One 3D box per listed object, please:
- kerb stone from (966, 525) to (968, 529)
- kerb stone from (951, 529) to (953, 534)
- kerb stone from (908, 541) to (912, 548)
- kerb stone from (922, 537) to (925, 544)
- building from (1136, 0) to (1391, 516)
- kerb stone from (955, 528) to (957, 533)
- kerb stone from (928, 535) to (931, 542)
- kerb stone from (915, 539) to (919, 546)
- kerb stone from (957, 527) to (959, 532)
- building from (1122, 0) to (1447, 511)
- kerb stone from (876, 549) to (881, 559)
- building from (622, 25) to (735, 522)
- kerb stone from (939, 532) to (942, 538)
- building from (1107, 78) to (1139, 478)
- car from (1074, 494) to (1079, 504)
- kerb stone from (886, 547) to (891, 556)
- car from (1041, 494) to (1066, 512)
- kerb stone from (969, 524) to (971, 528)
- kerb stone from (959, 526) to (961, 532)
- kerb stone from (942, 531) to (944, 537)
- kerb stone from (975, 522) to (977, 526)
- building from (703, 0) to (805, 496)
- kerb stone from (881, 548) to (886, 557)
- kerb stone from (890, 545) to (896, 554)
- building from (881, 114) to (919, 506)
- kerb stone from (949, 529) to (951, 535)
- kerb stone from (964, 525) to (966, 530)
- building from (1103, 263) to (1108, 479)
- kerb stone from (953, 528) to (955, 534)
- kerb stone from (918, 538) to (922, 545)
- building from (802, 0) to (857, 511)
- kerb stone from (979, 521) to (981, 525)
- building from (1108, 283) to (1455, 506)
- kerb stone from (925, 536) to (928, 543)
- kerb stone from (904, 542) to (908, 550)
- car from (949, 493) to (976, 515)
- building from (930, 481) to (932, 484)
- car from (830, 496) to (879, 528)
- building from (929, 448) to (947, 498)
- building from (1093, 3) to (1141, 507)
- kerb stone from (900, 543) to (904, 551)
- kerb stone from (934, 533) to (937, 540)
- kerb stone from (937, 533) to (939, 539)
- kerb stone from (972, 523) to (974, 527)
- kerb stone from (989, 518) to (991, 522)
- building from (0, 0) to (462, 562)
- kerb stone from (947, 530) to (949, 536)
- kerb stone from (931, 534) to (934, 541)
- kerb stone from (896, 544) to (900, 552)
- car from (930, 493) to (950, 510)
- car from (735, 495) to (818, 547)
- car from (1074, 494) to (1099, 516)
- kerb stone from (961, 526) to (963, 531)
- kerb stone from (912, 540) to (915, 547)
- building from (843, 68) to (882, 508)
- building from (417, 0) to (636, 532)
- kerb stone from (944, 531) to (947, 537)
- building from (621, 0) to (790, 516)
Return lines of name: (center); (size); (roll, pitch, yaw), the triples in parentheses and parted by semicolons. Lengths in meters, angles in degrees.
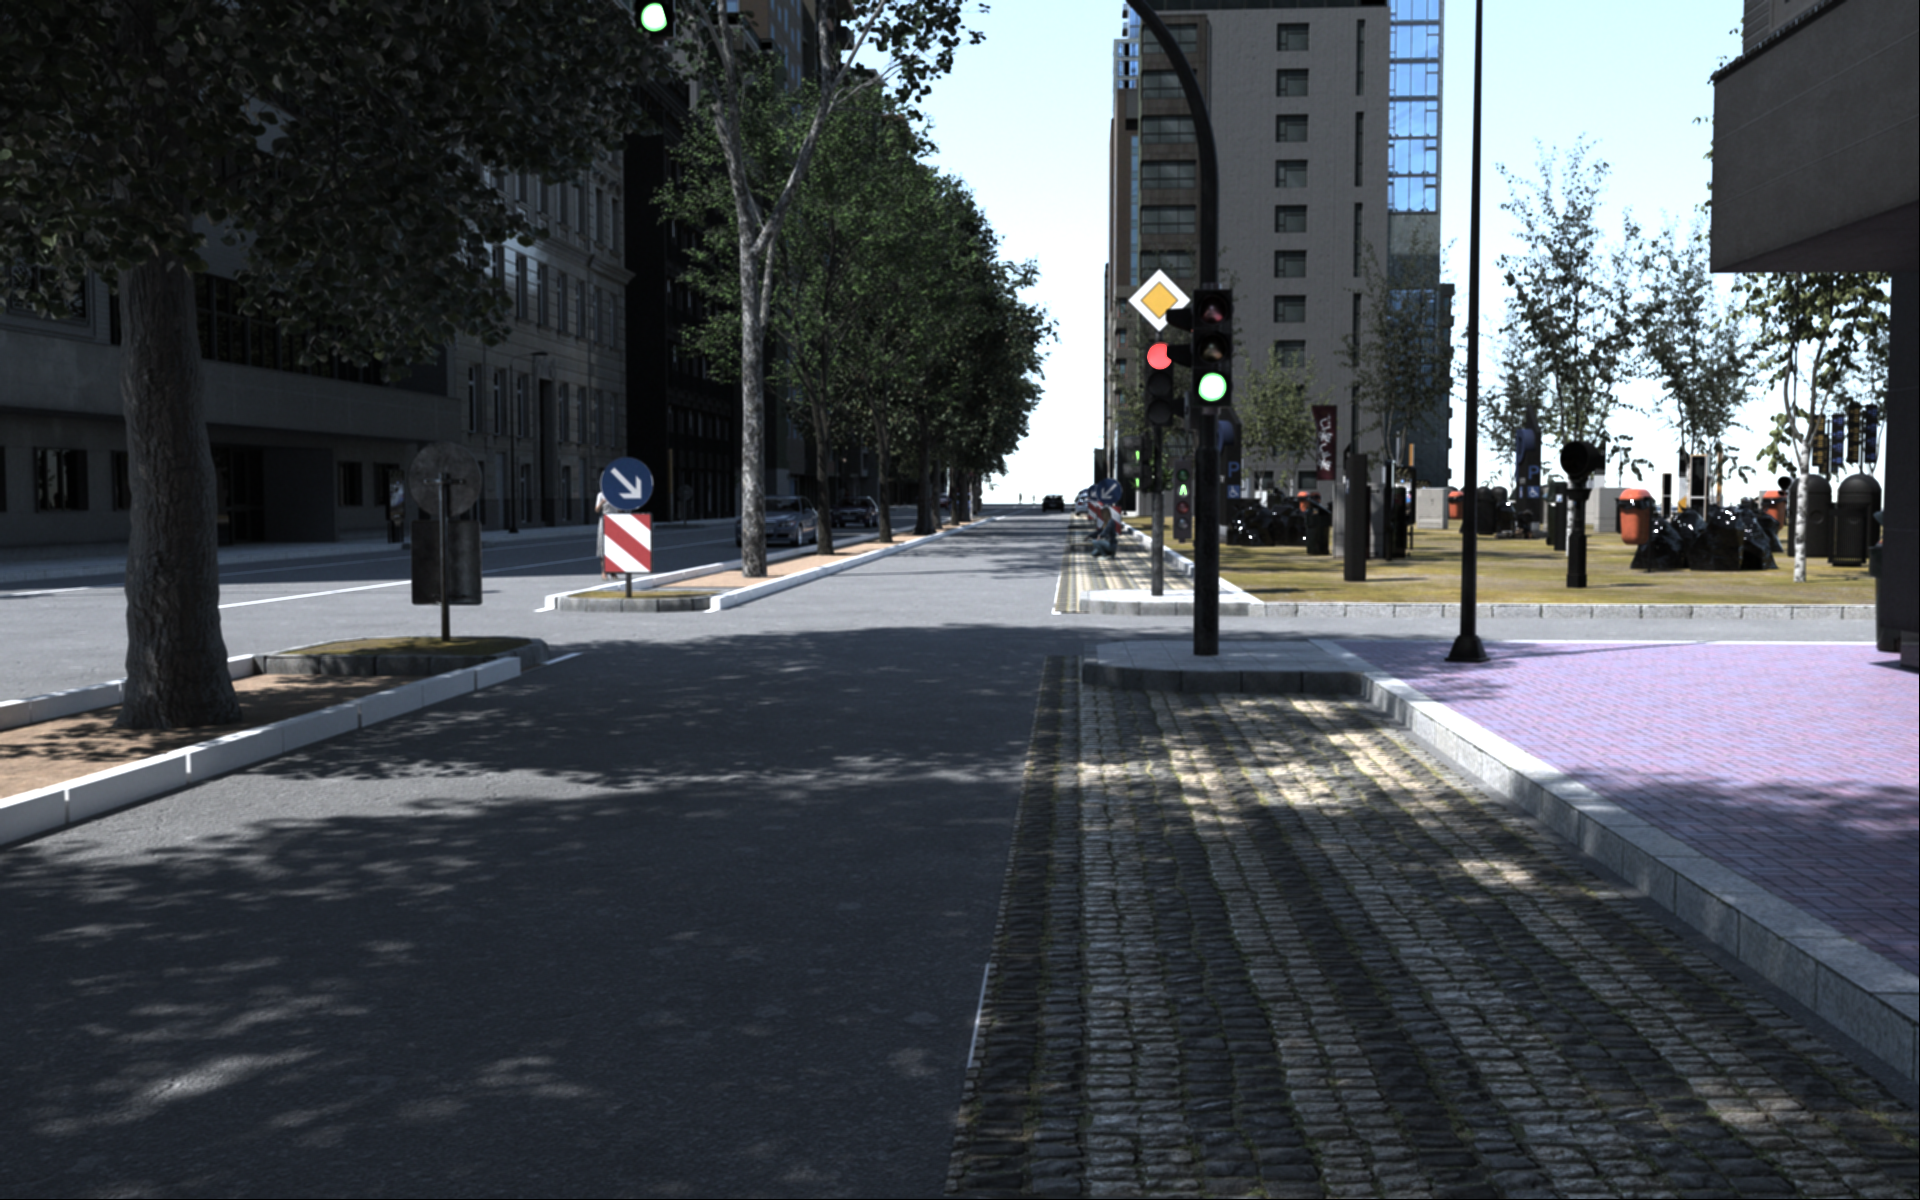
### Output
kerb stone: (0.109, -2.859, 68.943); (0.120, 0.150, 1.000); (0, 4, 4)
kerb stone: (-0.428, -2.356, 60.762); (0.120, 0.150, 1.000); (0, 4, 4)
kerb stone: (-1.436, -1.417, 45.434); (0.120, 0.150, 1.000); (0, 4, 4)
kerb stone: (-1.170, -1.671, 49.519); (0.120, 0.150, 1.000); (0, 4, 4)
building: (17.707, -20.370, 104.747); (14.160, 30.474, 14.107); (0, 4, 4)
kerb stone: (-0.285, -2.483, 62.801); (0.120, 0.150, 1.000); (0, 4, 4)
kerb stone: (-1.039, -1.796, 51.558); (0.120, 0.150, 1.000); (0, 4, 4)
kerb stone: (-1.304, -1.541, 47.479); (0.120, 0.150, 1.000); (0, 4, 4)
kerb stone: (-0.221, -2.546, 63.821); (0.120, 0.150, 1.000); (0, 4, 4)
building: (22.991, -49.699, 125.249); (22.319, 86.520, 31.000); (0, 4, 4)
kerb stone: (-1.913, -0.984, 38.281); (0.120, 0.150, 1.000); (0, 4, 4)
building: (-18.968, -15.718, 86.671); (12.332, 23.373, 15.834); (0, 4, 4)
kerb stone: (-0.753, -2.046, 55.644); (0.120, 0.150, 1.000); (0, 4, 4)
building: (23.660, -32.872, 187.560); (14.600, 45.320, 14.200); (0, 4, 4)
car: (16.559, -13.840, 236.514); (2.015, 1.641, 3.980); (0, 4, 3)
kerb stone: (-1.778, -1.107, 40.320); (0.120, 0.150, 1.000); (0, 4, 4)
car: (7.514, -7.930, 139.447); (2.009, 1.686, 4.222); (0, 4, 4)
kerb stone: (0.249, -2.985, 71.003); (0.120, 0.150, 1.000); (0, 4, 4)
kerb stone: (-0.156, -2.608, 64.844); (0.120, 0.150, 1.000); (0, 4, 4)
kerb stone: (-0.699, -2.107, 56.666); (0.120, 0.150, 1.000); (0, 4, 4)
kerb stone: (0.522, -3.235, 75.085); (0.120, 0.150, 1.000); (0, 4, 4)
building: (-18.725, -28.683, 119.086); (14.600, 45.320, 14.200); (0, 4, 4)
kerb stone: (-1.851, -1.046, 39.301); (0.120, 0.150, 1.000); (0, 4, 4)
kerb stone: (-1.707, -1.171, 41.343); (0.120, 0.150, 1.000); (0, 4, 4)
building: (-16.459, -33.155, 196.708); (22.147, 44.769, 28.867); (0, 4, 4)
kerb stone: (-0.497, -2.296, 59.740); (0.120, 0.150, 1.000); (0, 4, 4)
kerb stone: (0.049, -2.796, 67.918); (0.120, 0.150, 1.000); (0, 4, 4)
building: (24.956, -27.199, 216.410); (14.160, 30.474, 14.107); (0, 4, 4)
kerb stone: (-0.351, -2.421, 61.781); (0.120, 0.150, 1.000); (0, 4, 4)
kerb stone: (-1.232, -1.609, 48.499); (0.120, 0.150, 1.000); (0, 4, 4)
building: (-20.248, -29.737, 140.828); (22.147, 44.769, 28.867); (0, 4, 4)
kerb stone: (0.726, -3.422, 78.152); (0.120, 0.150, 1.000); (0, 4, 4)
building: (27.649, -19.106, 157.415); (27.650, 21.520, 28.899); (0, 4, 4)
kerb stone: (-1.102, -1.733, 50.538); (0.120, 0.150, 1.000); (0, 4, 4)
kerb stone: (-1.510, -1.359, 44.407); (0.120, 0.150, 1.000); (0, 4, 4)
car: (0.248, -6.885, 122.158); (1.945, 1.707, 3.694); (0, 4, 6)
building: (-14.659, -34.937, 225.843); (22.147, 44.769, 28.867); (0, 4, 4)
car: (-4.526, -3.781, 74.404); (1.945, 1.354, 3.894); (0, 4, 4)
building: (-9.327, -29.106, 247.581); (14.160, 30.474, 14.107); (0, 4, 4)
building: (29.858, -56.576, 237.695); (22.319, 86.520, 31.000); (0, 4, 4)
kerb stone: (-1.579, -1.296, 43.387); (0.120, 0.150, 1.000); (0, 4, 4)
kerb stone: (-0.899, -1.921, 53.597); (0.120, 0.150, 1.000); (0, 4, 4)
kerb stone: (-0.832, -1.980, 54.625); (0.120, 0.150, 1.000); (0, 4, 4)
kerb stone: (0.388, -3.107, 73.046); (0.120, 0.150, 1.000); (0, 4, 4)
kerb stone: (1.332, -3.985, 87.355); (0.120, 0.150, 1.000); (0, 4, 4)
building: (-22.941, -13.363, 37.544); (14.314, 24.678, 30.058); (0, 4, 4)
kerb stone: (-0.553, -2.222, 58.720); (0.120, 0.150, 1.000); (0, 4, 4)
kerb stone: (-0.968, -1.858, 52.578); (0.120, 0.150, 1.000); (0, 4, 4)
kerb stone: (-1.644, -1.234, 42.363); (0.120, 0.150, 1.000); (0, 4, 4)
car: (-1.817, -9.062, 157.202); (2.155, 1.783, 4.494); (0, 4, 5)
car: (-5.040, -2.221, 48.323); (2.014, 1.417, 4.499); (0, 4, 5)
car: (8.425, -6.188, 113.172); (2.014, 1.417, 4.499); (0, 4, 3)
kerb stone: (-0.086, -2.671, 65.867); (0.120, 0.150, 1.000); (0, 4, 4)
kerb stone: (-1.378, -1.479, 46.460); (0.120, 0.150, 1.000); (0, 4, 4)
building: (-14.947, -29.265, 162.069); (14.154, 41.232, 14.086); (0, 4, 4)
building: (-21.387, -16.424, 65.793); (12.463, 27.353, 25.104); (0, 4, 4)
kerb stone: (-0.622, -2.171, 57.692); (0.120, 0.150, 1.000); (0, 4, 4)
building: (-18.544, -20.408, 105.369); (14.160, 30.474, 14.107); (0, 4, 4)
